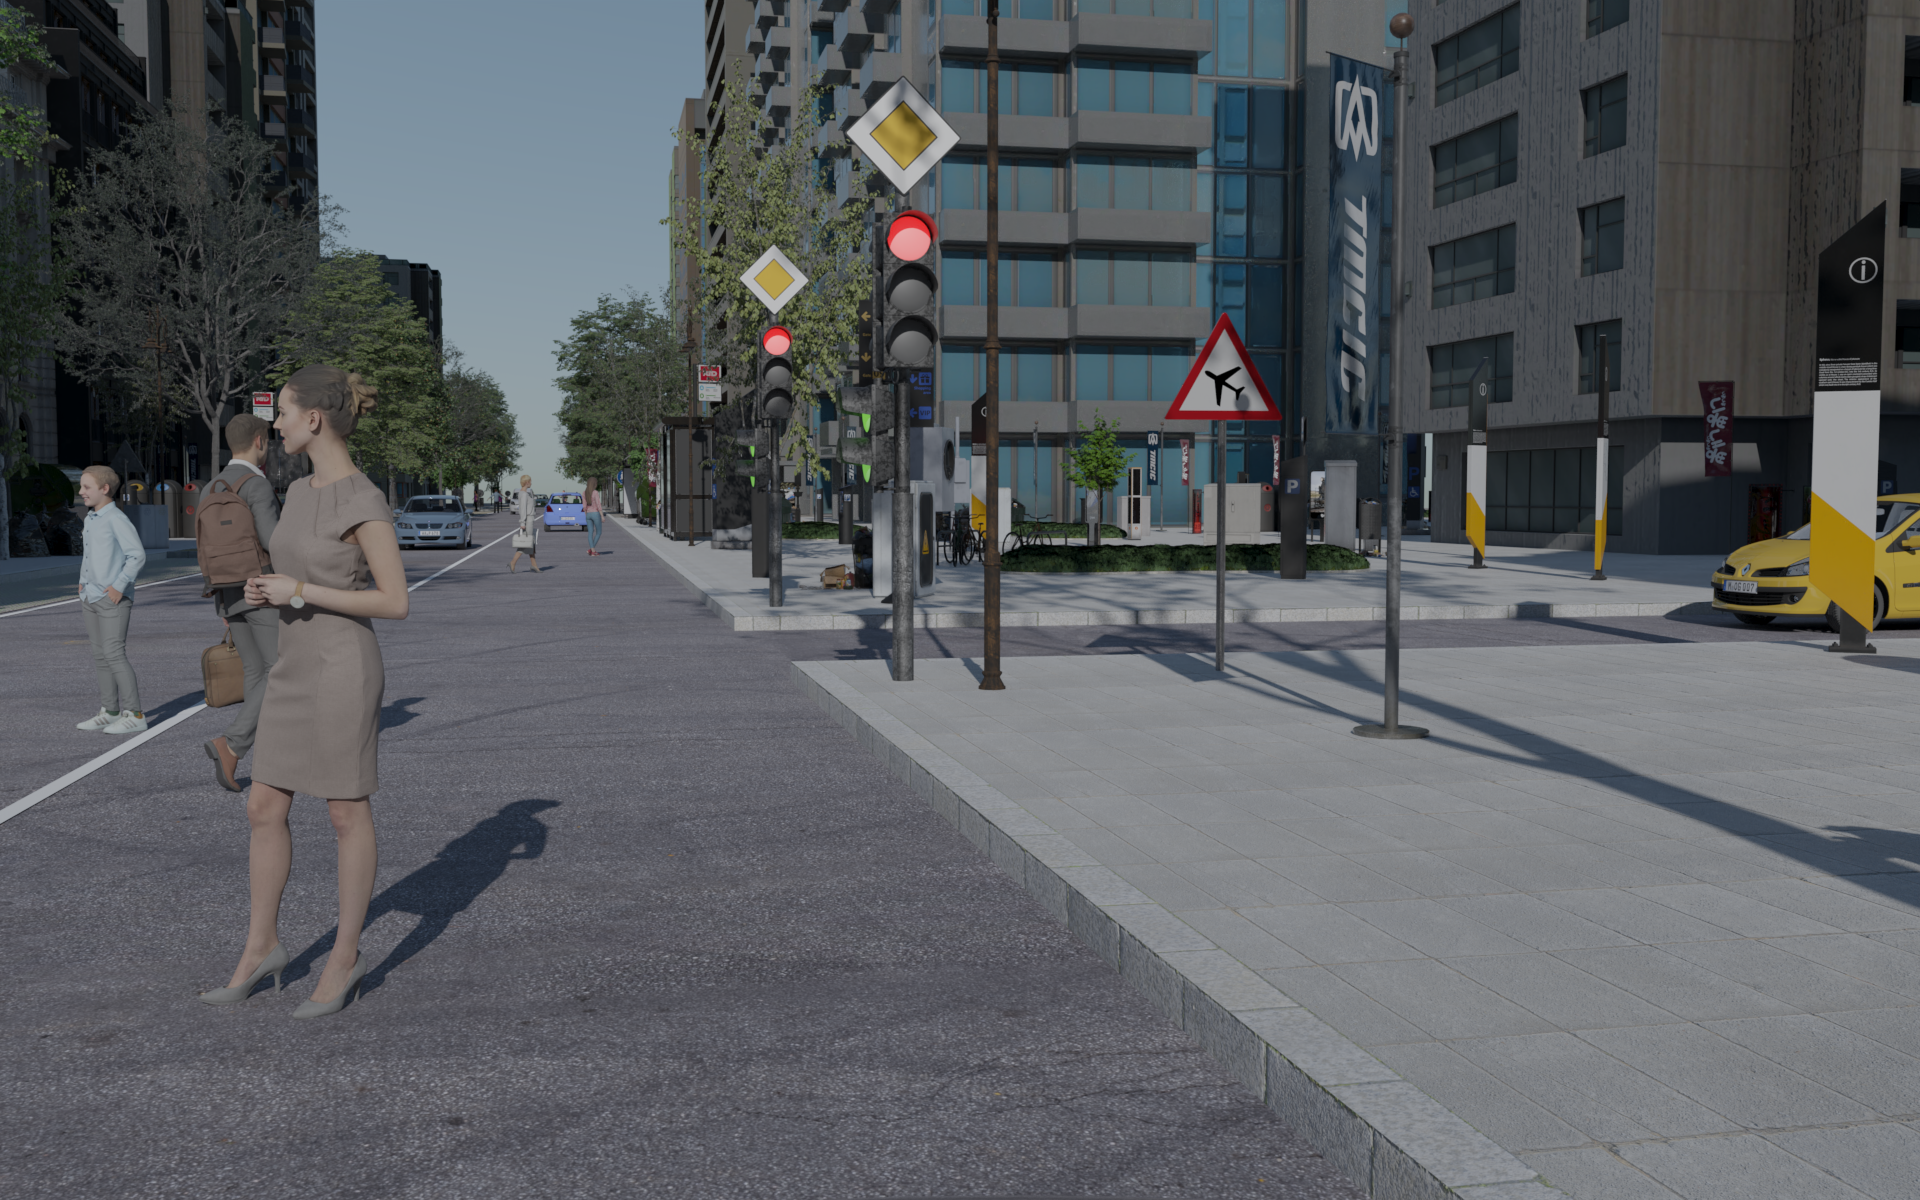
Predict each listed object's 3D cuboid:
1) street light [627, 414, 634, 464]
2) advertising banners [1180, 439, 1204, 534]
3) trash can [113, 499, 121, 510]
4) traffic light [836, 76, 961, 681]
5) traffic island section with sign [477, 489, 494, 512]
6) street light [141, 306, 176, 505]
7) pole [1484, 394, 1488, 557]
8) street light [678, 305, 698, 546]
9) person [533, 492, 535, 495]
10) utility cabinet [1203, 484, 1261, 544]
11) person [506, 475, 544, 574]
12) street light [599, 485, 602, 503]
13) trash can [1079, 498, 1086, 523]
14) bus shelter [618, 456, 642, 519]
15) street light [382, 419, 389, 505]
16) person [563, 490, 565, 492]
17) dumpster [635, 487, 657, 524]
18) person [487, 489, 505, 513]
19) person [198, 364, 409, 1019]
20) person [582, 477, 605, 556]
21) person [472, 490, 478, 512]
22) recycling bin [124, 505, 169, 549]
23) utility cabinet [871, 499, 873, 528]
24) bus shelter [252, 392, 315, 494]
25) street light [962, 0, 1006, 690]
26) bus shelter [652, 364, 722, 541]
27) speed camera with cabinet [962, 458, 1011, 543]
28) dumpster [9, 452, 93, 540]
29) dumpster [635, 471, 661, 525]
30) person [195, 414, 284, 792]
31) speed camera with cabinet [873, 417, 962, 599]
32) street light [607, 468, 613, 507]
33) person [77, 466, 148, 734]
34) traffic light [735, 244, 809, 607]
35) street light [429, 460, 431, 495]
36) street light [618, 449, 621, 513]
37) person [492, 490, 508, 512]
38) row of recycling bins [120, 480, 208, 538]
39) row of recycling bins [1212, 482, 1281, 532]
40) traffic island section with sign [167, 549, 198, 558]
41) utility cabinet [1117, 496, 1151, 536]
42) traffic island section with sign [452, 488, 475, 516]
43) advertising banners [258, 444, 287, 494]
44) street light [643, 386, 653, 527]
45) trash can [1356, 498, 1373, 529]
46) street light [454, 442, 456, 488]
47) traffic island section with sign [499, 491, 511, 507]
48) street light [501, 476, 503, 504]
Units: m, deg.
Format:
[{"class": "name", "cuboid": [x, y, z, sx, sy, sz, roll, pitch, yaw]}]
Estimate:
[{"class": "street light", "cuboid": [-17.647, -7.328, 92.600, 0.468, 5.910, 1.993, -1, 4, -12]}, {"class": "advertising banners", "cuboid": [7.655, -3.643, 55.748, 0.090, 3.025, 2.074, 3, 5, 42]}, {"class": "trash can", "cuboid": [-25.881, -2.559, 53.496, 0.748, 1.137, 0.748, 0, 3, 0]}, {"class": "traffic light", "cuboid": [-0.410, -1.400, 11.814, 0.839, 4.253, 0.868, -1, 4, -12]}, {"class": "traffic island section with sign", "cuboid": [-39.194, -8.137, 141.664, 1.989, 1.847, 2.006, -1, 4, -12]}, {"class": "street light", "cuboid": [-19.682, -4.274, 42.660, 0.468, 5.910, 1.993, -1, 4, -12]}, {"class": "pole", "cuboid": [10.603, -2.530, 35.202, 0.158, 3.312, 0.155, 0, 3, 0]}, {"class": "street light", "cuboid": [-6.608, -4.261, 42.451, 0.468, 5.910, 1.993, -1, 4, -12]}, {"class": "person", "cuboid": [-54.246, -12.900, 220.136, 1.217, 1.743, 0.721, -1, 4, -15]}, {"class": "utility cabinet", "cuboid": [5.726, -1.703, 36.518, 1.173, 1.500, 0.318, 2, 4, 35]}, {"class": "person", "cuboid": [-7.879, -1.373, 31.308, 0.624, 1.780, 0.694, 0, 4, -5]}, {"class": "street light", "cuboid": [-40.527, -13.724, 197.173, 0.468, 5.910, 1.993, -1, 4, -12]}, {"class": "trash can", "cuboid": [4.696, -3.134, 62.901, 0.748, 1.137, 0.748, 0, 3, 0]}, {"class": "bus shelter", "cuboid": [-16.179, -5.719, 87.433, 2.014, 3.302, 5.546, -1, 4, -12]}, {"class": "street light", "cuboid": [-30.433, -7.294, 92.040, 0.468, 5.910, 1.993, -1, 4, -12]}, {"class": "person", "cuboid": [-33.886, -8.482, 147.710, 0.750, 1.759, 0.617, -3, 5, -44]}, {"class": "dumpster", "cuboid": [-13.515, -4.268, 75.536, 1.264, 1.857, 1.865, -1, 4, -12]}, {"class": "person", "cuboid": [-34.415, -7.340, 128.495, 1.348, 1.826, 0.705, -2, 4, -31]}, {"class": "person", "cuboid": [-1.807, 0.249, 4.768, 0.599, 1.781, 0.374, 3, 4, 37]}, {"class": "person", "cuboid": [-8.462, -1.930, 40.064, 0.555, 1.821, 0.388, 1, 4, 16]}, {"class": "person", "cuboid": [-39.192, -7.996, 139.924, 0.721, 1.739, 1.217, -2, 4, -31]}, {"class": "recycling bin", "cuboid": [-19.102, -1.719, 40.664, 0.722, 1.027, 0.722, 2, 4, 34]}, {"class": "utility cabinet", "cuboid": [-1.257, -1.008, 27.647, 0.306, 1.237, 1.020, 0, 4, -5]}, {"class": "bus shelter", "cuboid": [-27.179, -5.694, 70.721, 2.179, 5.291, 8.768, -1, 4, -12]}, {"class": "street light", "cuboid": [0.211, -2.351, 11.228, 0.468, 5.910, 1.993, -1, 4, -12]}, {"class": "bus shelter", "cuboid": [-7.894, -4.492, 51.074, 2.179, 5.291, 8.768, -1, 4, -12]}, {"class": "speed camera with cabinet", "cuboid": [0.366, -3.098, 44.983, 2.038, 3.252, 0.660, -3, 4, -37]}, {"class": "dumpster", "cuboid": [-21.112, -2.308, 40.230, 1.502, 2.255, 1.985, -1, 4, -12]}, {"class": "dumpster", "cuboid": [-12.682, -4.239, 71.800, 1.502, 2.255, 1.985, -1, 4, -12]}, {"class": "person", "cuboid": [-3.548, -0.009, 8.610, 0.622, 1.834, 0.822, 1, 4, 22]}, {"class": "speed camera with cabinet", "cuboid": [-0.562, -1.696, 22.059, 0.660, 3.252, 2.038, 1, 4, 13]}, {"class": "street light", "cuboid": [-28.479, -10.346, 141.941, 0.468, 5.910, 1.993, -1, 4, -12]}, {"class": "person", "cuboid": [-5.193, -0.013, 10.528, 0.330, 1.601, 0.589, -3, 5, -44]}, {"class": "traffic light", "cuboid": [-2.117, -1.877, 19.616, 0.839, 4.253, 0.868, -1, 4, -12]}, {"class": "street light", "cuboid": [-35.809, -8.817, 116.944, 0.468, 5.910, 1.993, -1, 4, -12]}, {"class": "street light", "cuboid": [-23.052, -8.823, 117.049, 0.468, 5.910, 1.993, -1, 4, -12]}, {"class": "person", "cuboid": [-36.911, -7.935, 138.926, 1.217, 1.739, 0.721, -1, 4, -9]}, {"class": "row of recycling bins", "cuboid": [-22.638, -2.647, 50.399, 3.534, 1.692, 1.069, 0, 4, 1]}, {"class": "row of recycling bins", "cuboid": [9.847, -3.151, 58.638, 3.534, 1.692, 1.069, -2, 4, -27]}, {"class": "traffic island section with sign", "cuboid": [-16.852, -1.891, 39.539, 1.989, 1.847, 2.006, -1, 4, -12]}, {"class": "utility cabinet", "cuboid": [5.265, -2.530, 52.534, 1.020, 1.237, 0.306, -2, 4, -25]}, {"class": "traffic island section with sign", "cuboid": [-33.427, -6.526, 115.330, 1.989, 1.847, 2.006, -1, 4, -12]}, {"class": "advertising banners", "cuboid": [-25.613, -4.176, 64.465, 2.074, 3.025, 0.090, 0, 4, 4]}, {"class": "street light", "cuboid": [-12.121, -5.801, 67.636, 0.468, 5.910, 1.993, -1, 4, -12]}, {"class": "trash can", "cuboid": [14.845, -3.194, 63.871, 0.748, 1.137, 0.748, 0, 3, 0]}, {"class": "street light", "cuboid": [-41.333, -10.338, 141.815, 0.468, 5.910, 1.993, -1, 4, -12]}, {"class": "traffic island section with sign", "cuboid": [-50.984, -11.436, 195.608, 1.989, 1.847, 2.006, -1, 4, -12]}, {"class": "street light", "cuboid": [-59.051, -15.314, 223.173, 0.468, 5.910, 1.993, -1, 4, -12]}]
